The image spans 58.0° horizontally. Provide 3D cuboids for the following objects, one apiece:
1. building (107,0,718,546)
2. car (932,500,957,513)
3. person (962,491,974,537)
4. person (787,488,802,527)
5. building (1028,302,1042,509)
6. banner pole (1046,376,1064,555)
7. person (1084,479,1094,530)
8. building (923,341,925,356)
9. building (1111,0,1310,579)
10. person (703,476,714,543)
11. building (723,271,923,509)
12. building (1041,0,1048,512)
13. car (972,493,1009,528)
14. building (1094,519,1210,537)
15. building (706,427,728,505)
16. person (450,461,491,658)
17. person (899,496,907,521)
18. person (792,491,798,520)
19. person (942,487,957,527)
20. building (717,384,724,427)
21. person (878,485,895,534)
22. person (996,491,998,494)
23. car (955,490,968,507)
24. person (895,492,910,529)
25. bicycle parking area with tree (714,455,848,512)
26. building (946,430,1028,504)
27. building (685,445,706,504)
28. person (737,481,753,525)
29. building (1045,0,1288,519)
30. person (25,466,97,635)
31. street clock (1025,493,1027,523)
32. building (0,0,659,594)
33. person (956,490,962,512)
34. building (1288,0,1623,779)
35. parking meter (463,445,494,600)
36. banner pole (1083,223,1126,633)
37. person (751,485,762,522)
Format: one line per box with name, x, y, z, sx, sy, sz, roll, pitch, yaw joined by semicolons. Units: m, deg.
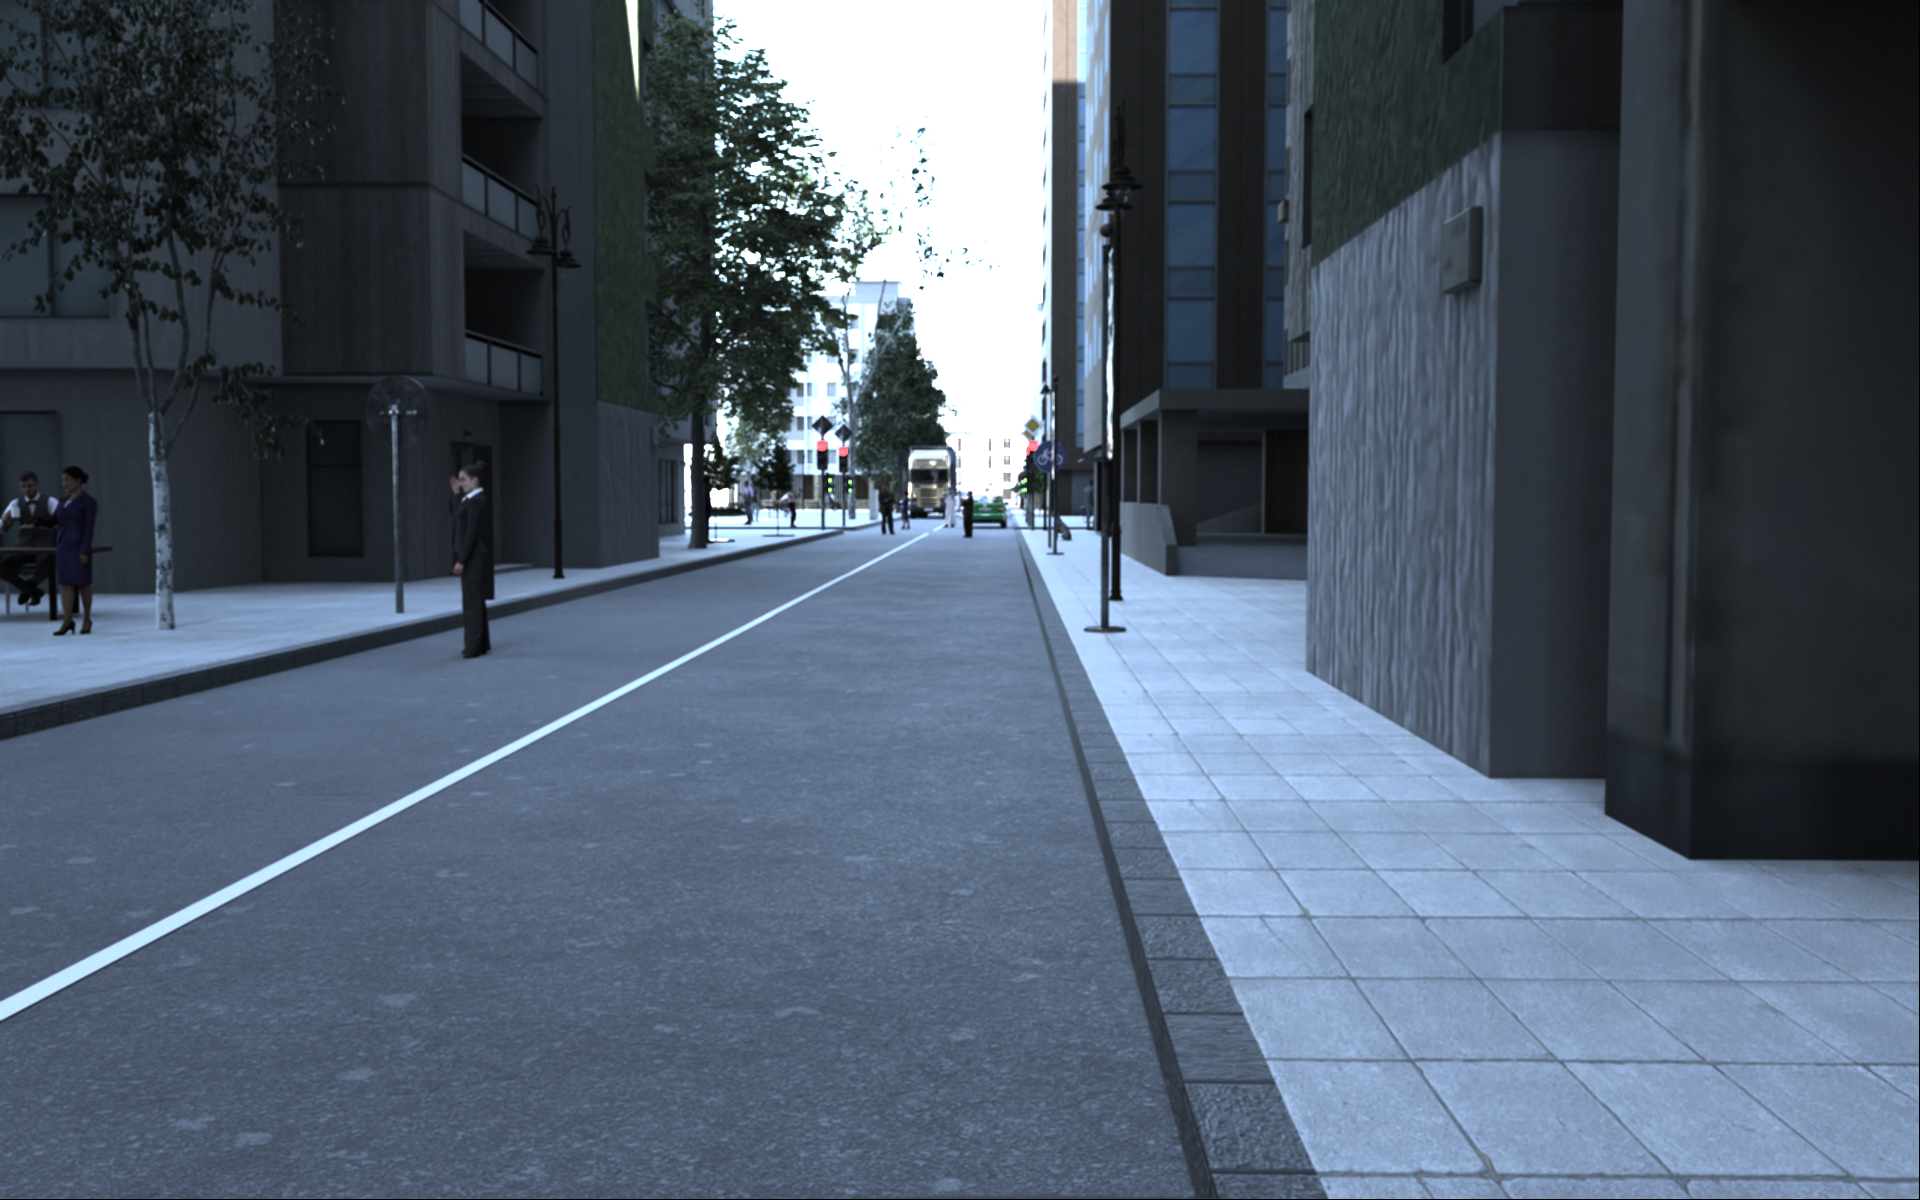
building;-14.889;-22.502;51.506;14.086;41.232;14.154;0;4;1
car;-1.253;-7.360;130.558;2.015;1.641;3.980;0;4;2
person;0.257;-2.845;57.286;0.388;1.546;0.482;-1;4;-9
person;-6.545;-3.729;68.470;0.517;1.644;0.566;-3;4;-36
building;14.464;-18.717;162.441;16.016;20.091;11.380;0;4;1
banner pole;2.014;-2.871;36.965;0.401;3.779;0.863;0;4;-2
person;4.679;-3.371;61.291;0.434;1.807;0.598;-2;4;-29
building;-11.512;-18.715;162.404;16.016;20.091;11.380;0;4;1
building;19.506;-20.829;32.428;32.217;40.220;23.993;0;4;1
person;-6.612;-2.340;45.007;0.576;1.737;0.504;2;4;24
building;-11.778;-18.020;151.048;16.016;20.091;11.380;0;4;1
building;17.147;-31.111;132.369;21.300;48.544;21.600;0;4;1
car;1.115;-3.989;74.009;1.959;1.807;4.718;0;4;2
building;11.018;-24.565;51.749;14.600;45.320;14.200;0;4;1
building;-16.559;-16.758;216.145;28.070;9.664;9.099;0;4;1
person;-4.443;-0.375;15.427;0.742;1.727;0.445;3;5;43
person;-2.967;-4.875;92.121;0.435;1.345;0.340;-3;5;-42
person;-8.251;-4.682;85.833;0.726;1.435;0.776;0;4;0
person;-0.430;-4.019;74.872;0.621;1.740;0.551;2;4;27
building;-21.084;-22.680;237.270;31.486;18.905;16.747;0;4;1
person;-2.600;-3.212;61.700;0.565;1.739;0.600;-3;4;-39
person;3.986;-10.869;186.762;0.434;1.755;0.990;-2;4;-32
car;-0.163;-9.262;160.113;2.281;1.827;5.304;0;4;1
person;-2.310;-3.628;70.182;0.546;1.535;0.453;-1;4;-18
bicycle parking area with tree;-13.201;-8.714;129.479;9.016;4.147;8.231;-2;4;-30
building;9.025;-17.785;232.934;28.070;9.664;9.099;0;4;1
building;-44.625;-16.789;216.650;28.070;9.664;9.099;0;4;1
person;-8.899;-4.026;71.735;0.599;1.838;0.709;-2;4;-32
building;12.333;-27.886;106.052;14.600;45.320;14.200;0;4;1
person;-8.110;-0.447;15.717;0.453;1.535;0.546;0;4;-1
street clock;3.037;-4.437;77.118;0.471;2.002;0.358;3;4;38
building;-13.256;-21.004;27.018;14.154;41.232;14.086;0;4;1
person;-0.083;-7.972;139.510;0.621;1.740;0.551;-3;5;-43
building;9.581;-14.792;13.551;14.160;30.474;14.107;0;4;1
parking meter;-5.856;-0.939;21.068;0.255;1.863;0.399;-2;4;-34
banner pole;1.359;-1.583;15.893;0.401;3.779;0.863;0;4;0
person;-9.407;-4.486;79.522;0.434;1.807;0.598;-3;5;-43
